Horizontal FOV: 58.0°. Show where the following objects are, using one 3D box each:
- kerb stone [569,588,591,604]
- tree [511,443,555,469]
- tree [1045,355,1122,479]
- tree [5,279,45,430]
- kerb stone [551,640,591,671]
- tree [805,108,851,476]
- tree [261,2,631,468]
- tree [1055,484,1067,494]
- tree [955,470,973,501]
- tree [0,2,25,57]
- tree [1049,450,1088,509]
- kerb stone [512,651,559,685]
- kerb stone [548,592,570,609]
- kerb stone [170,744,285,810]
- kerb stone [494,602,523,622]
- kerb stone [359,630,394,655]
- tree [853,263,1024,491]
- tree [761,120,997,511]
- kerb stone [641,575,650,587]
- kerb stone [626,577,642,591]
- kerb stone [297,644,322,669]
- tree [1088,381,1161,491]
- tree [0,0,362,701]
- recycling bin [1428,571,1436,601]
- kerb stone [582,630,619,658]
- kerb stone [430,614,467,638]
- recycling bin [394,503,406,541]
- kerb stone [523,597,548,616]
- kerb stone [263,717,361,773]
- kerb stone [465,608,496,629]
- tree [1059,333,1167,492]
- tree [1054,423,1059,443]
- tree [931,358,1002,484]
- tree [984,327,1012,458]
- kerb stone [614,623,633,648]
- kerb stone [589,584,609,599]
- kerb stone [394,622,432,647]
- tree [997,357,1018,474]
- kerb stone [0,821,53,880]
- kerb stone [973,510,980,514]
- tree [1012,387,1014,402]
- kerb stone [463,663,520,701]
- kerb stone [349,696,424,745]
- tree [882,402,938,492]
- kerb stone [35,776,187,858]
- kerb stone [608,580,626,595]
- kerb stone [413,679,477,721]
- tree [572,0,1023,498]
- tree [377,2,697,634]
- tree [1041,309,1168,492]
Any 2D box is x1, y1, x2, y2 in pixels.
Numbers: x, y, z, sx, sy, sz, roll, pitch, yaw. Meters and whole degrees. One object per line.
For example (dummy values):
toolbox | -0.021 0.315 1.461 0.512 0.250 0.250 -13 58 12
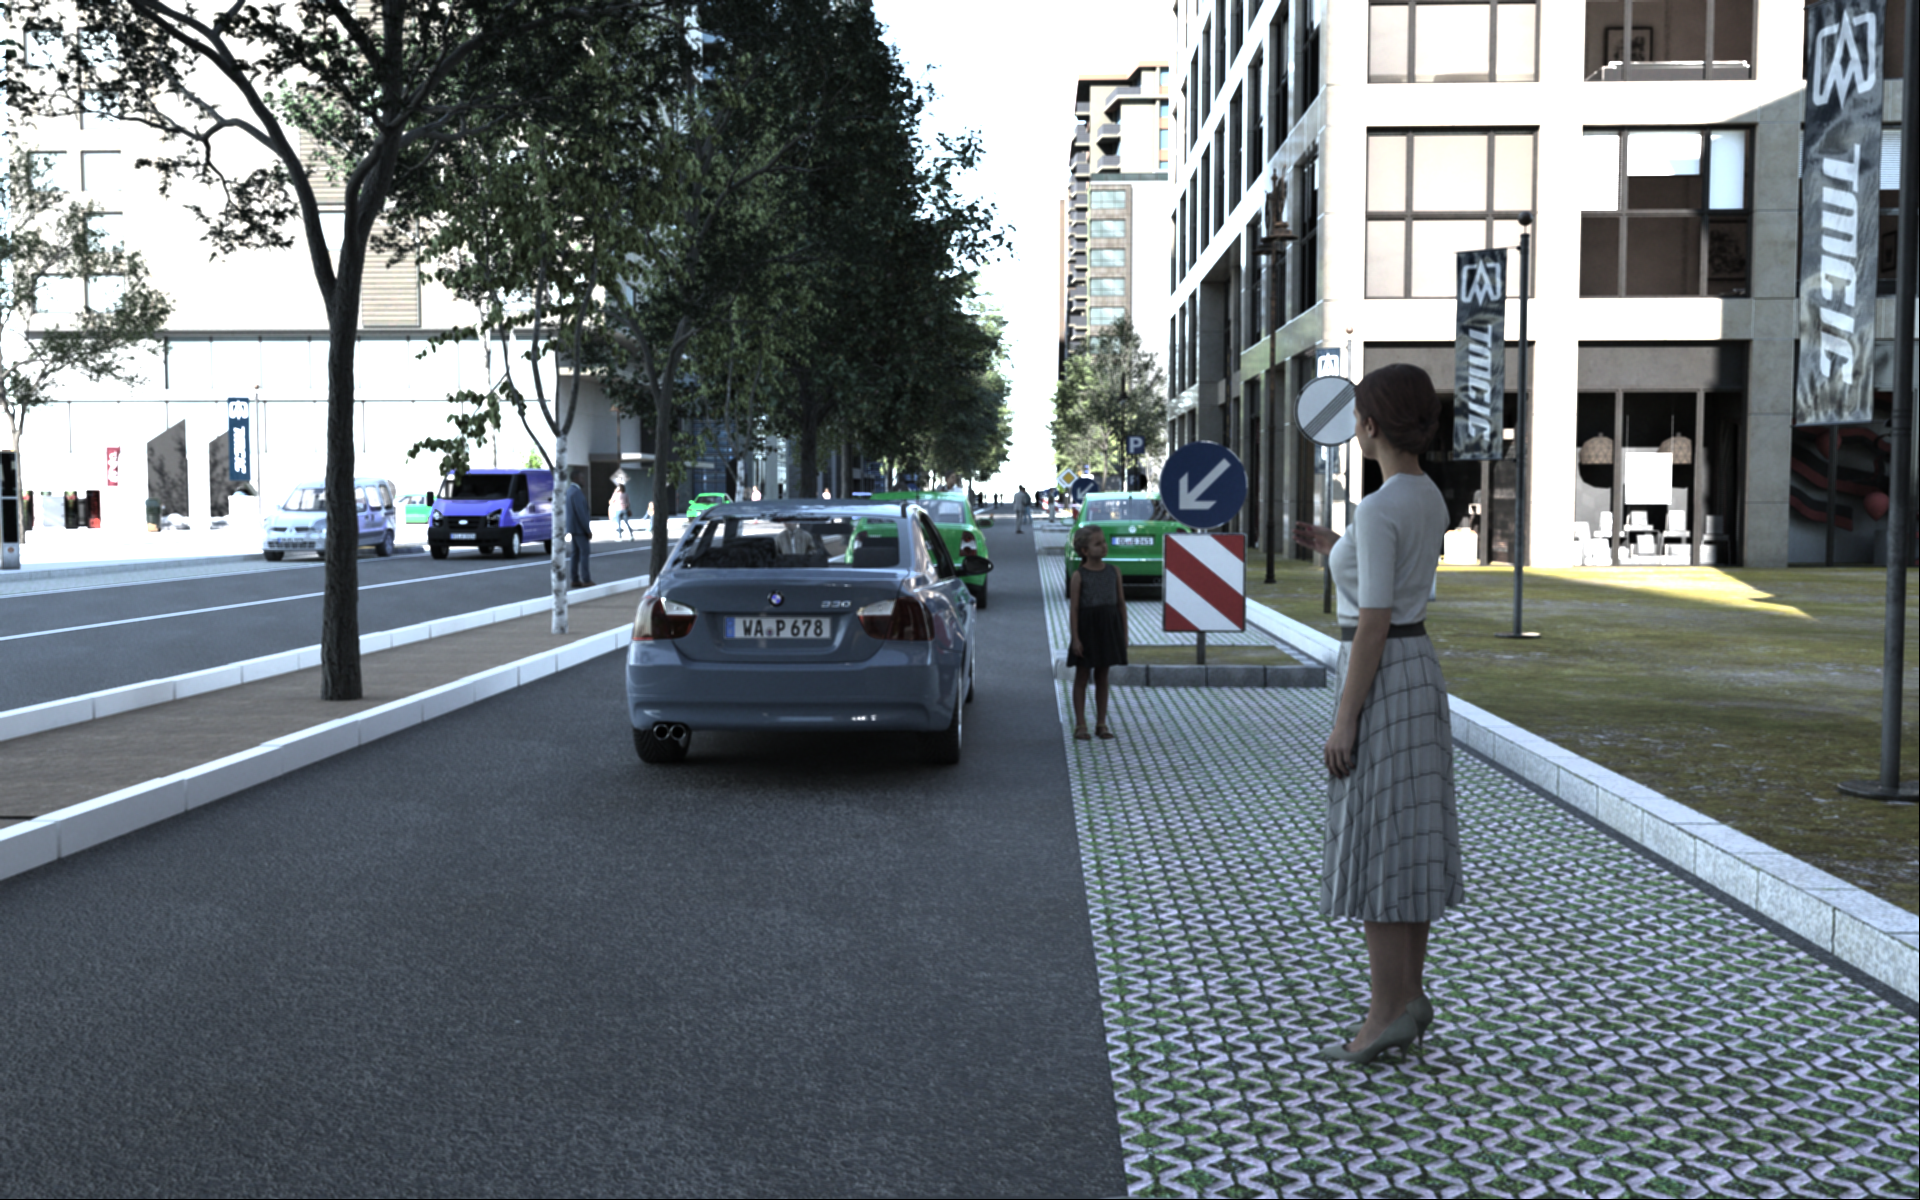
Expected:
kerb stone | -5.070 -0.035 22.770 0.120 0.150 1.000 0 4 2
tree | -15.847 -4.294 64.812 1.663 3.219 1.824 0 3 0
tree | 10.170 -13.591 140.332 7.486 12.596 7.792 0 3 0
tree | -30.116 -6.263 52.755 4.360 8.622 3.978 0 3 0
kerb stone | -3.293 0.474 14.489 0.120 0.150 1.000 0 4 2
tree | -3.880 -4.734 30.213 4.737 8.622 4.395 0 3 0
tree | -16.147 -12.181 55.046 12.611 20.169 13.585 0 3 0
tree | 11.642 -12.626 201.041 1.663 3.219 1.824 0 3 0
tree | 0.585 -11.344 138.289 4.737 8.622 4.395 0 3 0
tree | -15.818 -10.122 21.381 12.611 20.169 13.585 0 3 0
tree | 9.859 -12.180 149.509 4.737 8.622 4.395 0 3 0
kerb stone | -3.336 0.534 13.462 0.120 0.150 1.000 0 4 2
kerb stone | -5.117 0.035 21.735 0.120 0.150 1.000 0 4 2
kerb stone | -3.539 0.853 8.345 0.120 0.150 1.000 0 4 2
kerb stone | -5.196 0.154 19.678 0.120 0.150 1.000 0 4 2
kerb stone | -5.359 0.406 15.576 0.120 0.150 1.000 0 4 2
tree | -1.543 -10.447 79.920 9.857 13.997 8.962 0 3 0
tree | -3.034 -7.757 47.418 7.486 12.596 7.792 0 3 0
kerb stone | -4.907 -0.285 26.863 0.120 0.150 1.000 0 4 2
kerb stone | -4.956 -0.220 25.841 0.120 0.150 1.000 0 4 2
kerb stone | -5.401 0.468 14.550 0.120 0.150 1.000 0 4 2
tree | 10.706 -9.737 109.564 4.737 8.622 4.395 0 3 0
tree | -4.341 -4.558 11.386 8.767 10.594 7.601 0 4 2
recycling bin | 5.269 -0.515 20.978 0.722 1.027 0.722 -1 4 -22
kerb stone | -3.260 0.409 15.511 0.120 0.150 1.000 0 4 2
kerb stone | -5.273 0.280 17.634 0.120 0.150 1.000 0 4 2
recycling bin | -15.615 -2.123 47.271 0.722 1.027 0.722 -3 5 -43
kerb stone | -5.150 0.093 20.704 0.120 0.150 1.000 0 4 2
kerb stone | -3.506 0.785 9.366 0.120 0.150 1.000 0 4 2
kerb stone | -5.239 0.222 18.657 0.120 0.150 1.000 0 4 2
tree | 7.625 -7.899 79.504 4.360 8.622 3.978 0 3 0
tree | 8.340 -10.126 115.926 4.360 8.622 3.978 0 3 0
tree | -0.808 -10.873 105.993 9.928 11.665 9.643 0 3 0
tree | -2.668 -7.657 62.058 8.767 10.594 7.601 0 4 2
kerb stone | -3.215 0.346 16.537 0.120 0.150 1.000 0 4 2
kerb stone | -5.035 -0.098 23.792 0.120 0.150 1.000 0 4 2
kerb stone | -5.320 0.350 16.602 0.120 0.150 1.000 0 4 2
tree | 0.016 -11.900 115.149 7.486 12.596 7.792 0 3 0
kerb stone | -3.623 0.975 6.299 0.120 0.150 1.000 0 4 2
kerb stone | 1.266 -6.580 129.772 0.120 0.150 1.000 0 4 2
tree | -1.488 -9.336 89.505 8.767 10.594 7.601 0 4 2
kerb stone | -3.383 0.597 12.438 0.120 0.150 1.000 0 4 2
kerb stone | -3.464 0.727 10.388 0.120 0.150 1.000 0 4 2
tree | -2.304 -6.286 55.597 4.360 8.622 3.978 0 3 0
kerb stone | -3.581 0.910 7.320 0.120 0.150 1.000 0 4 2
kerb stone | -4.992 -0.160 24.813 0.120 0.150 1.000 0 4 2
kerb stone | -3.420 0.664 11.409 0.120 0.150 1.000 0 4 2
tree | -3.412 -7.298 38.789 9.611 12.733 9.660 0 3 0
tree | -4.124 -3.968 17.699 4.737 8.622 4.395 0 3 0
tree | 7.470 -9.321 86.806 7.601 10.594 8.767 1 4 11
